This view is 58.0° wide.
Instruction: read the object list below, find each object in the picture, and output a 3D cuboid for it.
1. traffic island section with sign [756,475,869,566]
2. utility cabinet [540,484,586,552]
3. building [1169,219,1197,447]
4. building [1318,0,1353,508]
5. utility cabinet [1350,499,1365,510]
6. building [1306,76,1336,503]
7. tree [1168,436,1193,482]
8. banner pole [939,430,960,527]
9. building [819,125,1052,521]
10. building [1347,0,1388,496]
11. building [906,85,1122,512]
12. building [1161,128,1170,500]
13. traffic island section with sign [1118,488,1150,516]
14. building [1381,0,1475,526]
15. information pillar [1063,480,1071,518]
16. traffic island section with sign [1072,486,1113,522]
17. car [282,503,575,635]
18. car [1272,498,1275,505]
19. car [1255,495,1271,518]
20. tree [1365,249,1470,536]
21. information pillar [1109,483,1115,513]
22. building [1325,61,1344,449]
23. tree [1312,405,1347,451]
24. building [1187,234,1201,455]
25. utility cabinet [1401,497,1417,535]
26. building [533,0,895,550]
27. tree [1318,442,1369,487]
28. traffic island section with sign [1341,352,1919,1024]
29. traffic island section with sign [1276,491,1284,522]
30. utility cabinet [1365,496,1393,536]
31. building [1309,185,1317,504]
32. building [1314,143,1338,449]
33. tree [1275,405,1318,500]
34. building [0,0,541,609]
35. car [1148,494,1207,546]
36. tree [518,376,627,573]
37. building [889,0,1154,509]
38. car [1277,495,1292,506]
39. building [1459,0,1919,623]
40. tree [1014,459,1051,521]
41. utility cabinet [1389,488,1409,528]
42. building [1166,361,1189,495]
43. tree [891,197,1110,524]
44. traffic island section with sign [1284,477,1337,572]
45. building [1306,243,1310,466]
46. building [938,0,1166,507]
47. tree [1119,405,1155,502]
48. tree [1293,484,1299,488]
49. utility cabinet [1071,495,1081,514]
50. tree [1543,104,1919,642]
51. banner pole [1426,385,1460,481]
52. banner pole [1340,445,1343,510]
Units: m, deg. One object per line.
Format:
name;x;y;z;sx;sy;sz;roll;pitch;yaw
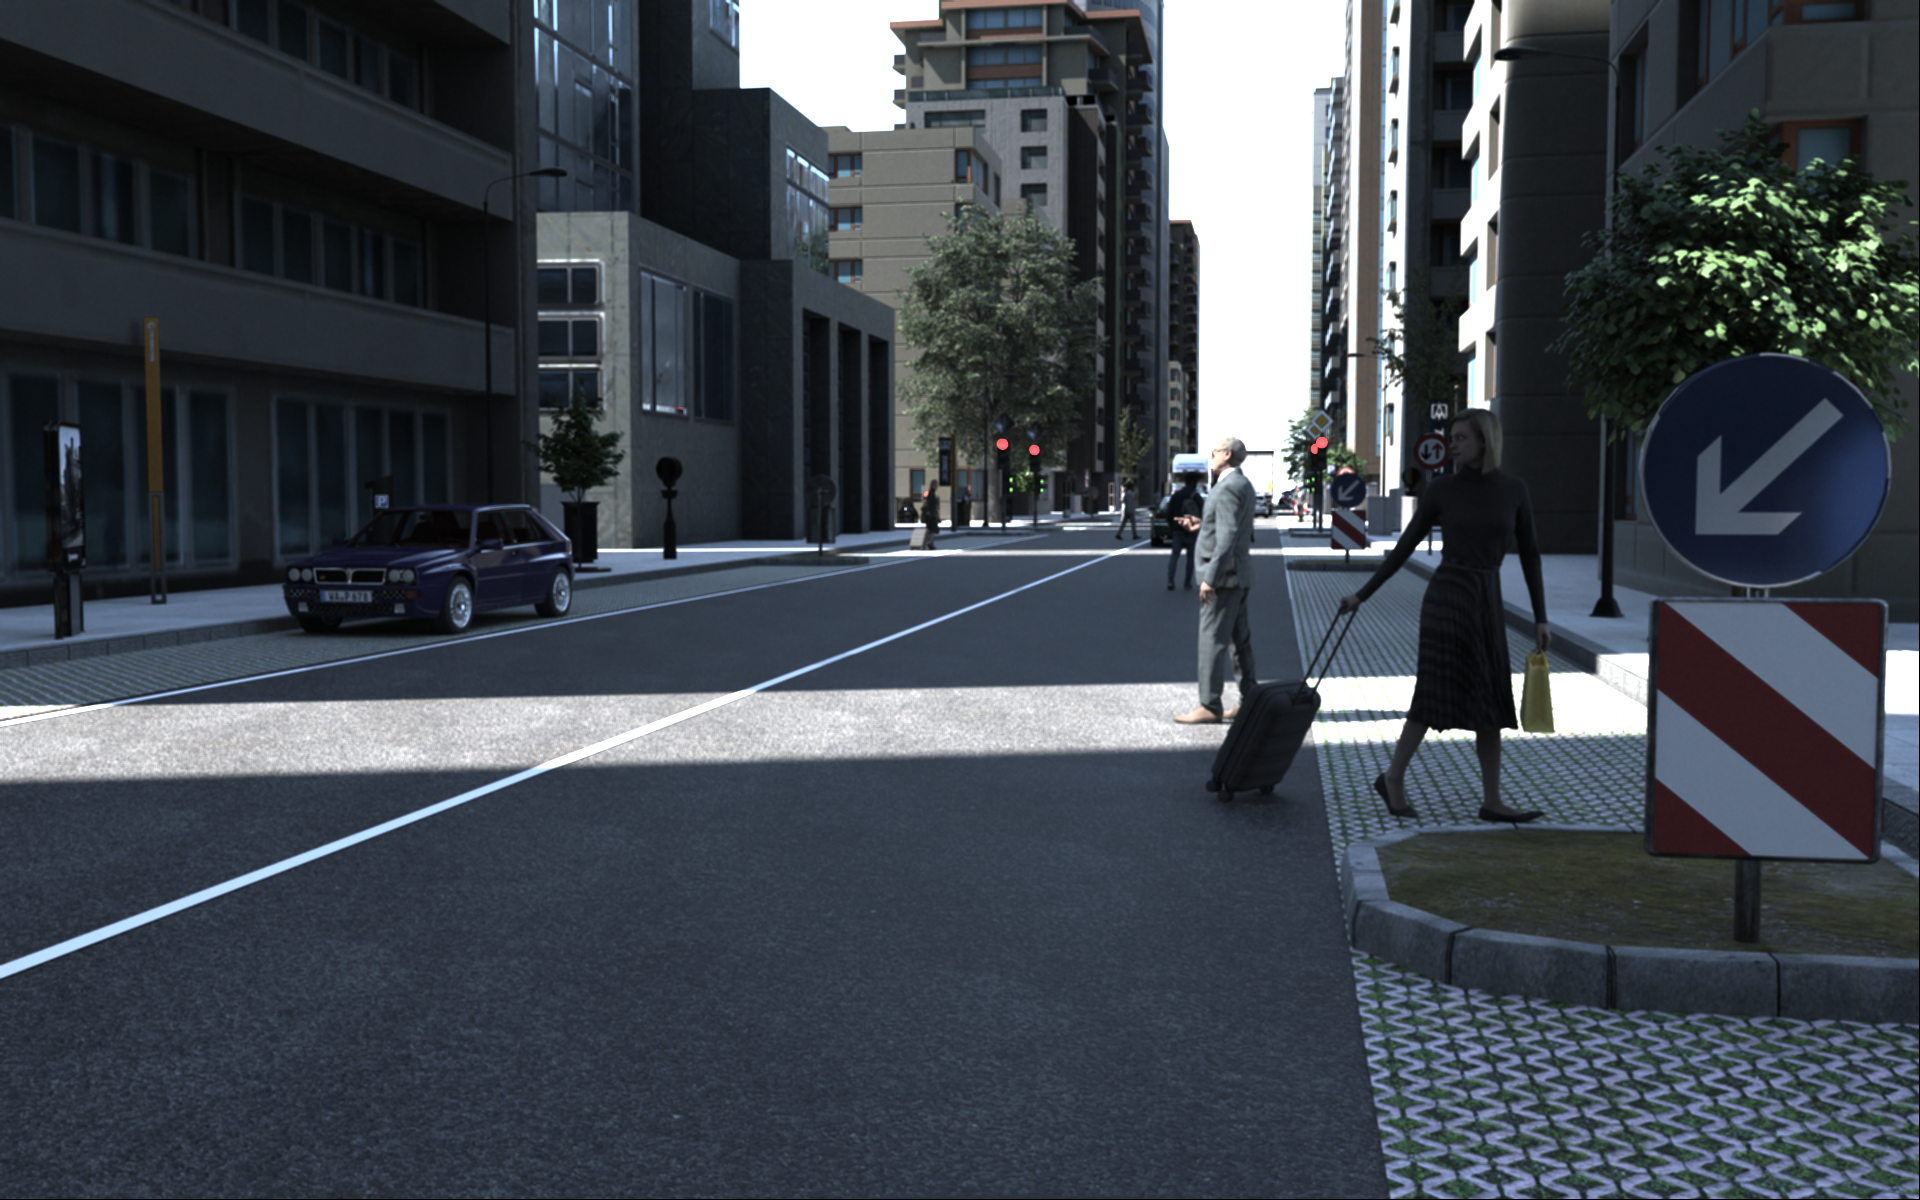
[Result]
traffic island section with sign;-2.920;-1.624;35.175;1.989;1.847;2.006;1;4;10
utility cabinet;-8.643;-1.750;37.295;0.318;1.500;1.173;3;5;44
building;25.203;-37.570;268.893;22.147;44.769;28.867;1;4;10
building;42.849;-43.831;154.893;20.563;71.187;20.611;1;4;10
utility cabinet;18.788;-4.297;81.410;1.020;1.237;0.306;-3;4;-37
building;61.025;-43.294;249.849;21.231;58.520;28.212;1;4;10
tree;27.728;-16.359;217.839;4.360;8.622;3.978;0;3;0
banner pole;-0.425;-4.726;67.289;0.863;3.779;0.401;1;4;12
building;-10.359;-15.495;98.381;27.650;21.520;28.899;1;4;10
building;36.367;-29.278;128.805;14.600;45.320;14.200;1;4;10
building;4.170;-21.708;126.627;14.160;30.474;14.107;1;4;10
building;17.466;-33.979;205.674;14.600;45.320;14.200;1;4;10
traffic island section with sign;11.650;-6.545;115.638;1.989;1.847;2.006;1;4;10
building;29.718;-27.632;75.483;21.600;48.544;21.300;1;4;10
information pillar;5.670;-5.356;92.055;0.304;2.012;0.304;-2;4;-32
traffic island section with sign;6.841;-4.923;89.114;1.989;1.847;2.006;1;4;10
car;-5.676;-0.387;18.907;1.945;1.354;3.894;1;4;11
car;26.893;-8.870;154.057;2.155;1.783;4.494;1;4;11
car;17.653;-5.631;104.064;2.014;1.417;4.499;1;4;9
tree;14.613;-6.272;52.905;4.737;8.622;4.395;0;3;0
information pillar;10.346;-6.923;117.685;0.304;2.012;0.304;2;4;29
building;49.790;-34.288;180.216;23.786;49.044;30.456;1;4;10
tree;31.260;-11.883;144.655;4.360;8.622;3.978;0;3;0
building;32.887;-39.096;289.332;14.600;45.320;14.200;1;4;10
utility cabinet;11.390;-2.001;43.876;0.306;1.237;1.020;1;4;20
building;-19.506;-45.086;49.820;31.000;86.520;22.319;1;4;10
tree;23.531;-7.556;107.257;4.285;4.588;4.351;0;3;0
traffic island section with sign;2.288;0.182;5.654;1.989;1.847;2.006;1;4;10
traffic island section with sign;17.143;-4.840;87.756;1.989;1.847;2.006;1;4;10
utility cabinet;12.959;-2.585;53.427;0.306;1.237;1.020;-1;4;-17
building;53.671;-33.435;230.251;14.154;41.232;14.086;1;4;10
building;49.517;-31.804;203.596;14.154;41.232;14.086;1;4;10
tree;43.912;-18.480;220.280;7.486;12.596;7.792;0;3;0
building;-19.898;-24.321;21.352;21.300;48.544;21.600;1;4;10
car;6.330;-2.253;48.640;2.131;1.459;4.920;1;4;9
tree;-6.225;-2.075;28.521;1.663;3.219;1.824;0;3;0
building;5.839;-30.736;157.163;22.147;44.769;28.867;1;4;10
car;36.481;-11.086;193.837;1.945;1.354;3.894;1;4;10
building;24.157;-11.223;28.538;27.650;21.520;28.899;1;4;10
tree;3.213;-5.340;81.918;1.663;3.219;1.824;0;3;0
utility cabinet;16.435;-3.440;64.921;0.318;1.500;1.173;3;4;38
building;17.243;-24.263;241.742;27.650;21.520;28.899;1;4;10
tree;1.608;-10.317;75.334;9.857;13.997;8.962;0;3;0
traffic island section with sign;7.184;-1.472;32.688;1.989;1.847;2.006;1;4;10
building;67.095;-38.142;278.238;22.147;44.769;28.867;1;4;10
building;10.269;-39.331;185.059;21.231;58.520;28.212;1;4;10
tree;13.239;-11.531;138.898;4.737;8.622;4.395;0;3;0
tree;56.397;-18.053;289.772;1.663;3.219;1.824;0;3;0
utility cabinet;7.640;-6.308;114.299;0.306;1.237;1.020;2;4;31
tree;6.656;-1.892;14.642;4.285;4.588;4.351;0;3;0
banner pole;11.196;-3.053;39.934;0.863;3.779;0.401;0;4;2
banner pole;19.613;-6.060;89.100;0.401;3.779;0.863;1;4;13
